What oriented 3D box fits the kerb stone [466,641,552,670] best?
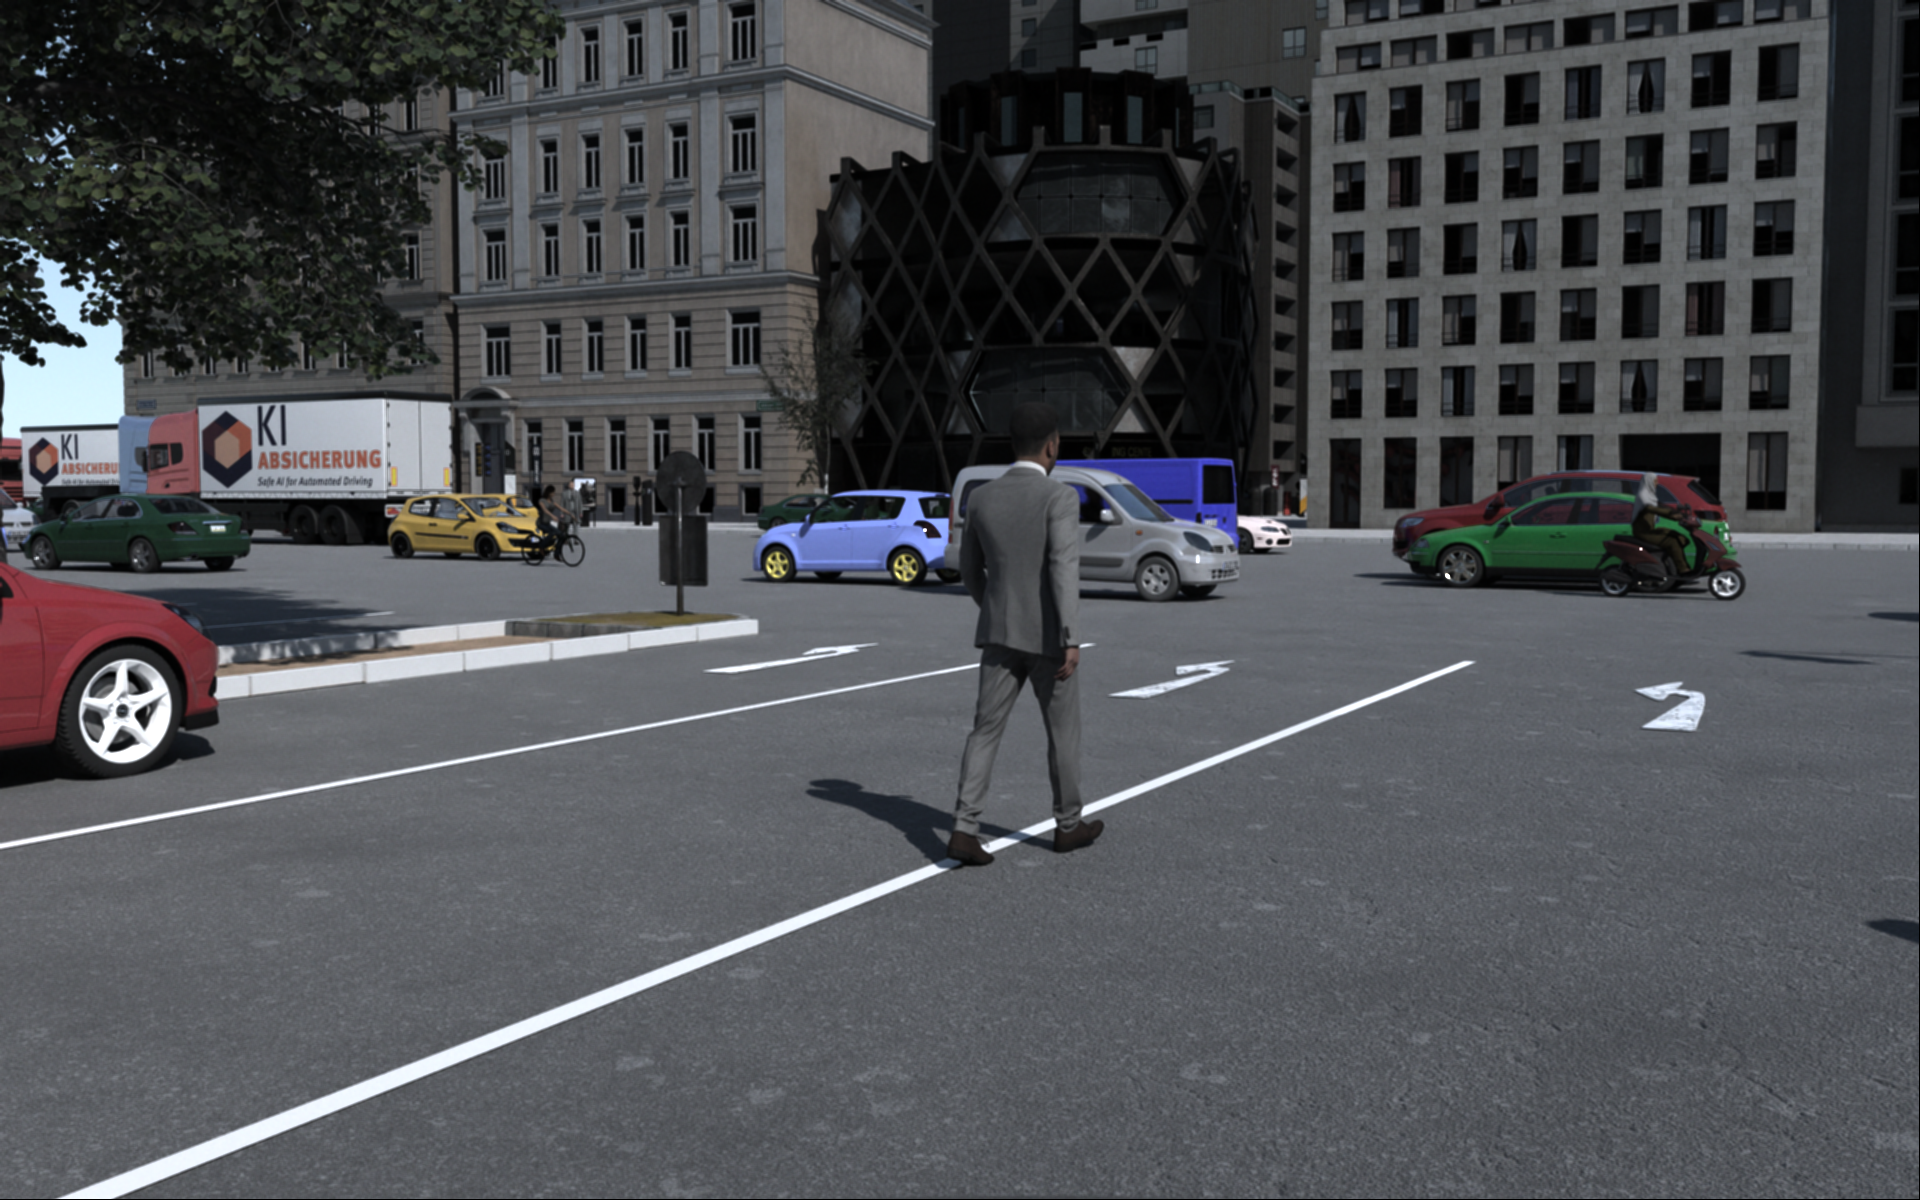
[{"bbox_3d":[-3.830,0.472,14.525,0.120,0.150,1.000,2,4,28],"label":"kerb stone"}]

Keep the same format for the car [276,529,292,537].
[{"bbox_3d":[-21.064,-2.952,58.046,4.222,1.686,2.009,2,4,28],"label":"car"}]

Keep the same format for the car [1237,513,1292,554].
[{"bbox_3d":[5.744,-1.845,42.528,4.827,1.381,2.083,2,4,28],"label":"car"}]

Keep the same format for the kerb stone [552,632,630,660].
[{"bbox_3d":[-3.331,0.413,15.439,0.120,0.150,1.000,2,4,28],"label":"kerb stone"}]

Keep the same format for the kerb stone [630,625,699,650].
[{"bbox_3d":[-2.842,0.357,16.355,0.120,0.150,1.000,2,4,28],"label":"kerb stone"}]

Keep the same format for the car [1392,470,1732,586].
[{"bbox_3d":[9.828,-1.215,28.533,5.304,1.827,2.281,2,4,28],"label":"car"}]

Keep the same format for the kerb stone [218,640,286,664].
[{"bbox_3d":[-6.167,0.463,14.621,0.120,0.150,1.000,2,4,28],"label":"kerb stone"}]

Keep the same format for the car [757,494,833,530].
[{"bbox_3d":[-4.354,-2.768,57.047,4.920,1.459,2.131,2,4,28],"label":"car"}]

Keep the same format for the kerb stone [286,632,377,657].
[{"bbox_3d":[-5.685,0.408,15.529,0.120,0.150,1.000,2,4,28],"label":"kerb stone"}]

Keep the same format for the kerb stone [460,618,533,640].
[{"bbox_3d":[-4.695,0.297,17.338,0.120,0.150,1.000,2,4,28],"label":"kerb stone"}]

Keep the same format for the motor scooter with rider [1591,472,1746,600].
[{"bbox_3d":[9.678,-0.901,23.696,1.986,1.779,0.876,2,4,30],"label":"motor scooter with rider"}]

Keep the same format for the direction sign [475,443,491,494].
[{"bbox_3d":[-21.049,-5.169,76.503,0.379,3.537,0.876,2,4,31],"label":"direction sign"}]

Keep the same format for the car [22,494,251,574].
[{"bbox_3d":[-15.546,-1.272,32.596,4.920,1.459,2.131,2,4,28],"label":"car"}]

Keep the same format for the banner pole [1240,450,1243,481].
[{"bbox_3d":[15.843,-6.668,99.042,0.863,3.779,0.401,0,4,1],"label":"banner pole"}]

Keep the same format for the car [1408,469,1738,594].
[{"bbox_3d":[9.199,-1.068,26.252,4.718,1.807,1.959,2,4,30],"label":"car"}]

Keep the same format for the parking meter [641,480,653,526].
[{"bbox_3d":[-12.702,-3.949,70.273,0.255,1.863,0.399,3,4,37],"label":"parking meter"}]

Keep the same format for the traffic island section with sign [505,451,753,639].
[{"bbox_3d":[-3.233,-0.589,17.769,2.006,1.907,1.989,2,4,28],"label":"traffic island section with sign"}]

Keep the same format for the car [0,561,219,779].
[{"bbox_3d":[-5.583,0.066,7.969,2.155,1.783,4.494,2,4,27],"label":"car"}]

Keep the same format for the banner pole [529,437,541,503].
[{"bbox_3d":[-18.804,-5.290,76.513,0.401,3.779,0.863,2,4,30],"label":"banner pole"}]

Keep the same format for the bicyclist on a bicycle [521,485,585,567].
[{"bbox_3d":[-8.077,-1.488,34.348,1.625,1.676,1.499,2,4,28],"label":"bicyclist on a bicycle"}]

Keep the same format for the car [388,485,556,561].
[{"bbox_3d":[-10.760,-1.716,38.275,3.980,1.641,2.015,2,4,30],"label":"car"}]

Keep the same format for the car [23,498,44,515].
[{"bbox_3d":[-34.548,-3.371,66.914,4.920,1.459,2.131,2,4,27],"label":"car"}]

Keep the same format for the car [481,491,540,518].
[{"bbox_3d":[-16.232,-2.997,59.225,3.980,1.641,2.015,2,4,28],"label":"car"}]

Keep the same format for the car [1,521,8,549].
[{"bbox_3d":[-21.362,-1.586,35.528,3.694,1.707,1.945,2,4,27],"label":"car"}]

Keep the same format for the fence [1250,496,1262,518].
[{"bbox_3d":[15.111,-4.757,88.979,0.480,1.192,2.264,-1,4,-12],"label":"fence"}]

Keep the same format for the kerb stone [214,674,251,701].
[{"bbox_3d":[-5.307,0.636,11.804,0.120,0.150,1.000,2,4,28],"label":"kerb stone"}]

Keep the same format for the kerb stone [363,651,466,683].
[{"bbox_3d":[-4.318,0.525,13.620,0.120,0.150,1.000,2,4,28],"label":"kerb stone"}]

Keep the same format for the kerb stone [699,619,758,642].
[{"bbox_3d":[-2.351,0.302,17.258,0.120,0.150,1.000,2,4,28],"label":"kerb stone"}]

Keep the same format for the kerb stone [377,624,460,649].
[{"bbox_3d":[-5.184,0.352,16.433,0.120,0.150,1.000,2,4,28],"label":"kerb stone"}]

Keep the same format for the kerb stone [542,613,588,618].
[{"bbox_3d":[-4.205,0.247,18.242,0.120,0.150,1.000,2,4,28],"label":"kerb stone"}]

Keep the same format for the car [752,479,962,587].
[{"bbox_3d":[-1.594,-1.130,28.064,3.694,1.707,1.945,2,4,28],"label":"car"}]

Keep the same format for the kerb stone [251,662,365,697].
[{"bbox_3d":[-4.822,0.581,12.719,0.120,0.150,1.000,2,4,28],"label":"kerb stone"}]
